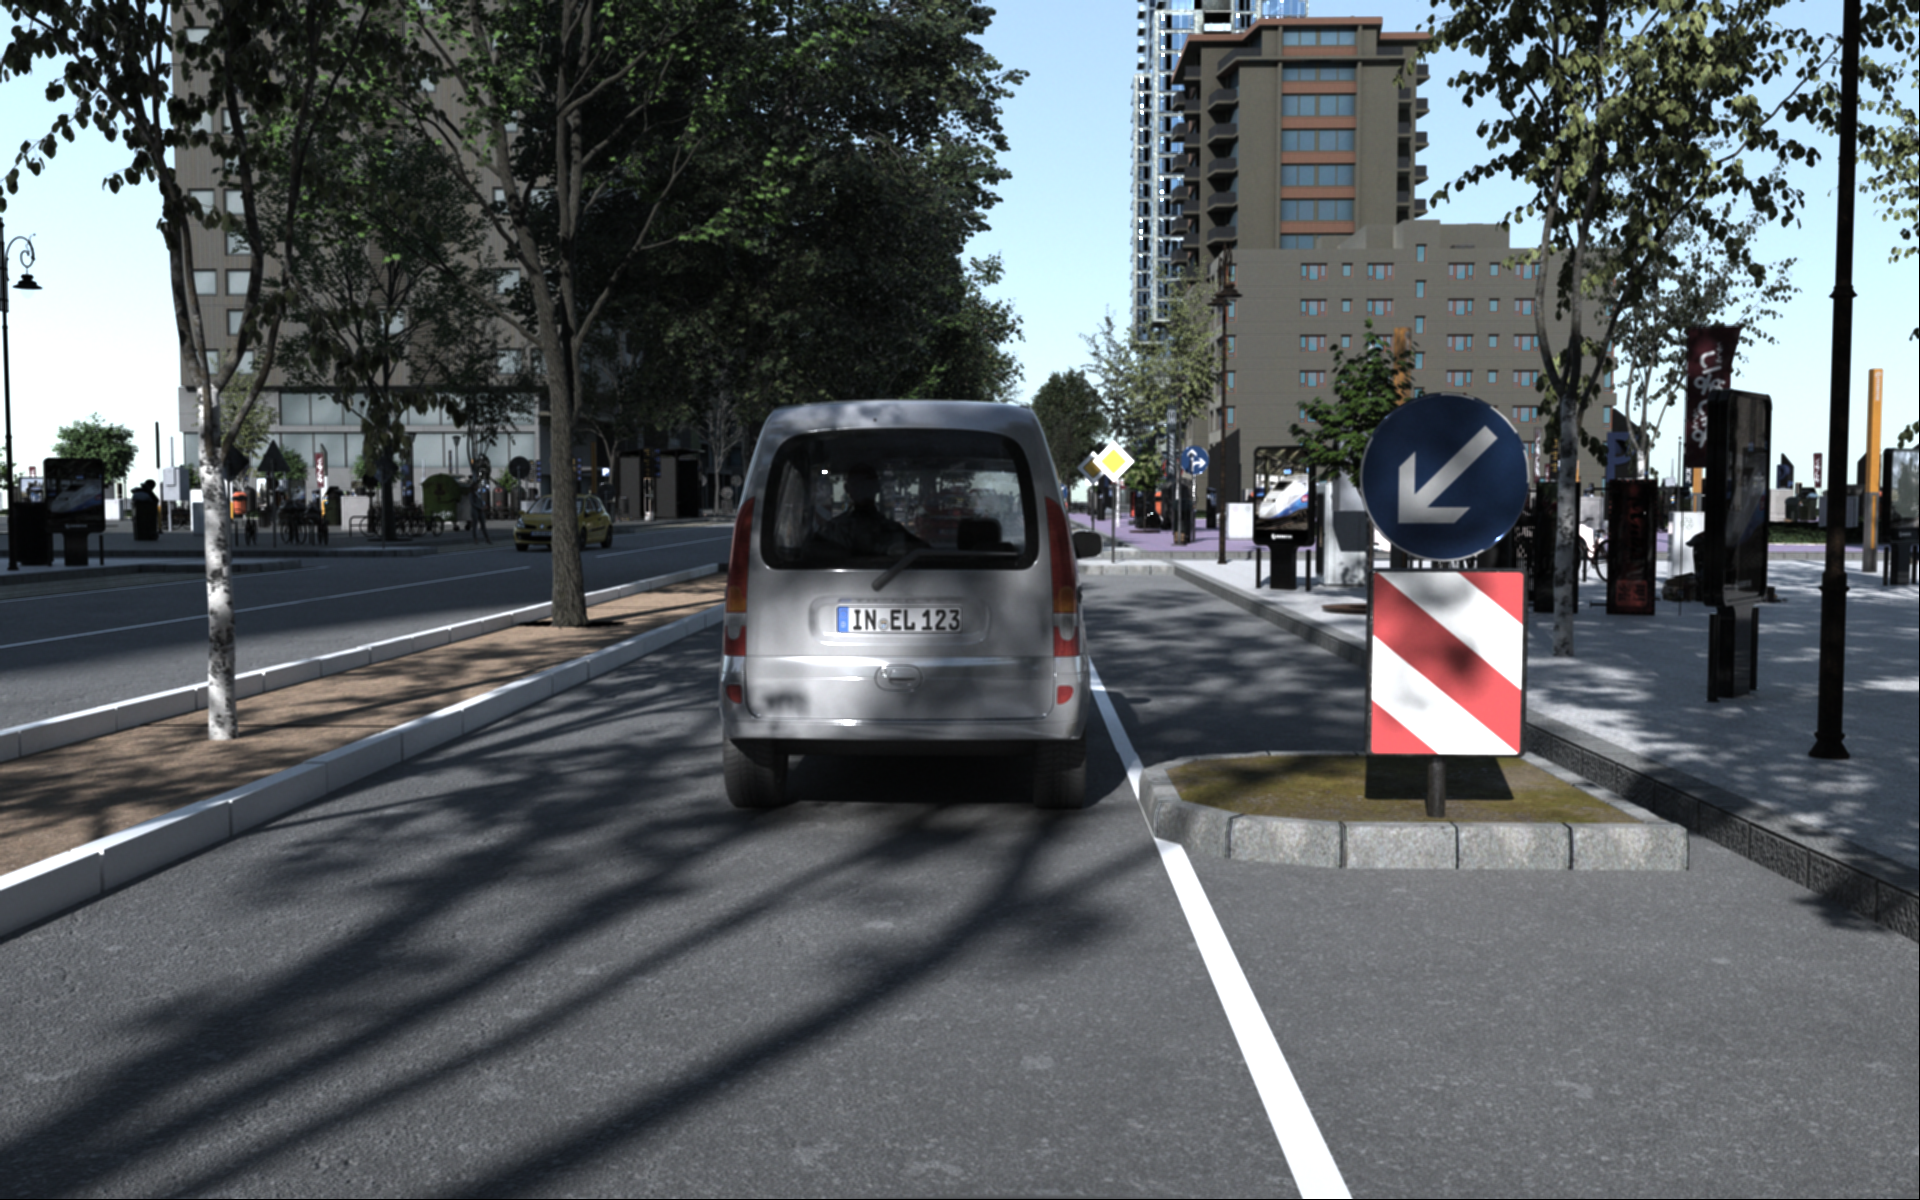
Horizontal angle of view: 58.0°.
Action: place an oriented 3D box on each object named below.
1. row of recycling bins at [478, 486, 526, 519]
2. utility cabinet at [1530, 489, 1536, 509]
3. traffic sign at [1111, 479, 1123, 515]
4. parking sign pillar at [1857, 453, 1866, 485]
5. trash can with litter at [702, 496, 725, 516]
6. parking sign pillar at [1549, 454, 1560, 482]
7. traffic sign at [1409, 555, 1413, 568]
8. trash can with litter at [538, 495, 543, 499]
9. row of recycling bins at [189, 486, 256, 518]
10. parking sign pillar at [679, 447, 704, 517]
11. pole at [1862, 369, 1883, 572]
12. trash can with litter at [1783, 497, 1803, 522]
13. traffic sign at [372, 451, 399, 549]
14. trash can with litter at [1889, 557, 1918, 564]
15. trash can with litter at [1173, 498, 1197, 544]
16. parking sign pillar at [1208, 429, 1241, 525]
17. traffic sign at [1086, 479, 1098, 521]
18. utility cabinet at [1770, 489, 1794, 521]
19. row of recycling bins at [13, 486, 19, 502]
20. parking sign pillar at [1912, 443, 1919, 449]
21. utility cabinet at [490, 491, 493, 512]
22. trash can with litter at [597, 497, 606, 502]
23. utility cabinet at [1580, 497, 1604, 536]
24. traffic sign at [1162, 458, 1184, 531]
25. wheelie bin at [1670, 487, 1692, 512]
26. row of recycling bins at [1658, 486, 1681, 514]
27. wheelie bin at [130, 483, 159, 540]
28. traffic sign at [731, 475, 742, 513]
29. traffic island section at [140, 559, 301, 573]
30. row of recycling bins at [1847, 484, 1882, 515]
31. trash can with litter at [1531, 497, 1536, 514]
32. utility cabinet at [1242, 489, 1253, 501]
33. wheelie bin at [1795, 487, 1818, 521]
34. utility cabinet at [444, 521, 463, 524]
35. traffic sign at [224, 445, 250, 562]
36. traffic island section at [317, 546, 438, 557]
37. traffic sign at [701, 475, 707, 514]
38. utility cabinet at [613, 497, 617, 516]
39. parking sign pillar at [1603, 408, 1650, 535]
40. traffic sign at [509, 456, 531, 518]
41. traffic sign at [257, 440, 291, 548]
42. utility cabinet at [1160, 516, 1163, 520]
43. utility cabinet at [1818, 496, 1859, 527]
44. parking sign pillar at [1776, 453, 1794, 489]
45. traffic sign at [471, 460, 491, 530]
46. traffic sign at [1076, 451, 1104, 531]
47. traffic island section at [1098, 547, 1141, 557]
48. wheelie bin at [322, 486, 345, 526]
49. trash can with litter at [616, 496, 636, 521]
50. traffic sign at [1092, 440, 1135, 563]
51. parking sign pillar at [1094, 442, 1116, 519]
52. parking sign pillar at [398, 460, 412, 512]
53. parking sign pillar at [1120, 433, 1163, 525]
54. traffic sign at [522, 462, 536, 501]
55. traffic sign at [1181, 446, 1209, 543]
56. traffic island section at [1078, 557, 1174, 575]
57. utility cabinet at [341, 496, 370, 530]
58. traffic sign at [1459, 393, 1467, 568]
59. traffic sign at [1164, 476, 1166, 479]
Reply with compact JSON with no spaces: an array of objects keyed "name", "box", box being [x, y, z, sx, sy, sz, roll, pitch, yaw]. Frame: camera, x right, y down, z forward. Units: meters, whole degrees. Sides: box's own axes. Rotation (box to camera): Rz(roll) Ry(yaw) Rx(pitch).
[{"name":"row of recycling bins","box":[-23.938,-4.969,88.355,3.534,1.692,1.069,-1,4,-12]},{"name":"utility cabinet","box":[24.007,-3.882,72.145,1.173,1.500,0.318,-3,5,-41]},{"name":"traffic sign","box":[8.079,-5.359,87.624,0.884,2.594,0.081,1,4,10]},{"name":"parking sign pillar","box":[51.014,-6.660,97.368,1.447,3.967,1.447,0,4,-6]},{"name":"trash can with litter","box":[-14.919,-5.534,101.541,2.233,1.210,1.678,0,3,0]},{"name":"parking sign pillar","box":[38.261,-7.506,111.198,1.447,3.967,1.447,-2,4,-23]},{"name":"traffic sign","box":[6.638,-1.426,25.440,0.606,2.300,0.079,0,4,8]},{"name":"trash can with litter","box":[-24.917,-5.533,101.517,2.233,1.210,1.678,0,4,-2]},{"name":"row of recycling bins","box":[-39.952,-5.310,93.932,1.069,1.692,3.534,3,5,44]},{"name":"parking sign pillar","box":[-15.125,-6.649,97.190,1.447,3.967,1.447,0,4,-6]},{"name":"pole","box":[14.918,-2.108,28.309,0.158,3.312,0.155,0,3,0]},{"name":"trash can with litter","box":[33.088,-3.513,68.823,0.624,1.170,1.055,2,4,32]},{"name":"traffic sign","box":[-13.552,-2.264,40.666,0.795,2.450,0.064,0,4,2]},{"name":"trash can with litter","box":[17.991,-1.270,31.824,2.233,1.210,1.678,0,4,-7]},{"name":"trash can with litter","box":[5.830,-2.057,45.017,0.624,1.170,1.055,1,4,8]},{"name":"parking sign pillar","box":[10.950,-5.091,71.716,1.447,3.967,1.447,2,4,25]},{"name":"traffic sign","box":[6.320,-4.951,83.085,0.606,2.300,0.079,1,4,9]},{"name":"utility cabinet","box":[34.817,-3.956,73.357,1.173,1.500,0.318,-2,4,-30]},{"name":"row of recycling bins","box":[-47.827,-4.991,88.708,1.069,1.692,3.534,-1,4,-9]},{"name":"parking sign pillar","box":[40.274,-5.142,72.548,1.447,3.967,1.447,-1,4,-8]},{"name":"utility cabinet","box":[-30.550,-6.346,112.440,0.318,1.500,1.173,2,4,34]},{"name":"trash can with litter","box":[-18.981,-4.971,92.670,0.624,1.170,1.055,-3,4,-36]},{"name":"utility cabinet","box":[15.148,-1.902,42.258,1.020,1.237,0.306,2,4,35]},{"name":"traffic sign","box":[7.348,-3.651,59.799,0.768,2.556,0.104,1,4,9]},{"name":"wheelie bin","box":[31.739,-4.168,76.051,0.980,1.594,0.693,0,4,-4]},{"name":"row of recycling bins","box":[36.198,-4.989,88.685,3.534,1.692,1.069,-3,5,-44]},{"name":"wheelie bin","box":[-22.662,-2.460,48.129,0.693,1.594,0.980,-3,4,-36]},{"name":"traffic sign","box":[-14.954,-7.080,115.860,0.768,2.556,0.104,0,4,4]},{"name":"traffic island section","box":[-13.813,-0.640,32.747,2.009,0.180,2.903,0,4,2]},{"name":"row of recycling bins","box":[38.296,-4.077,73.765,1.069,1.692,3.534,0,4,7]},{"name":"trash can with litter","box":[32.026,-5.110,94.604,1.678,1.210,2.233,-3,5,-42]},{"name":"utility cabinet","box":[12.625,-4.087,75.505,0.318,1.500,1.173,2,4,31]},{"name":"wheelie bin","box":[42.997,-4.905,88.102,0.693,1.594,0.980,-3,5,-43]},{"name":"utility cabinet","box":[-22.039,-3.912,75.128,1.020,1.237,0.306,2,4,27]},{"name":"traffic sign","box":[-13.789,-1.776,32.685,0.795,2.450,0.064,0,4,2]},{"name":"traffic island section","box":[-13.575,-1.128,40.728,2.009,0.180,2.903,0,4,2]},{"name":"traffic sign","box":[-17.050,-6.966,114.006,0.768,2.556,0.104,0,4,6]},{"name":"utility cabinet","box":[-19.688,-5.522,98.961,0.318,1.500,1.173,2,4,31]},{"name":"parking sign pillar","box":[20.779,-4.006,53.968,1.447,3.967,1.447,-2,4,-31]},{"name":"traffic sign","box":[-14.895,-3.576,58.572,0.768,2.556,0.104,0,4,8]},{"name":"traffic sign","box":[-16.429,-2.536,41.466,0.884,2.594,0.081,1,4,11]},{"name":"utility cabinet","box":[9.562,-4.357,82.393,0.306,1.237,1.020,0,4,-2]},{"name":"utility cabinet","box":[25.614,-2.406,50.502,0.306,1.237,1.020,-3,5,-41]},{"name":"parking sign pillar","box":[54.138,-7.657,113.660,1.447,3.967,1.447,0,4,-4]},{"name":"traffic sign","box":[-17.135,-3.783,61.952,0.768,2.556,0.104,0,4,8]},{"name":"traffic sign","box":[3.085,-2.233,40.153,0.795,2.450,0.064,0,4,2]},{"name":"traffic island section","box":[3.109,-1.098,40.230,2.009,0.180,2.903,0,4,2]},{"name":"wheelie bin","box":[-25.532,-3.842,70.729,0.693,1.594,0.980,1,4,13]},{"name":"trash can with litter","box":[-16.822,-4.491,84.482,2.233,1.210,1.678,-1,4,-15]},{"name":"traffic sign","box":[2.848,-1.745,32.171,0.795,2.450,0.064,0,4,2]},{"name":"parking sign pillar","box":[7.721,-6.247,90.606,1.447,3.967,1.447,3,5,40]},{"name":"parking sign pillar","box":[-36.382,-7.671,113.890,1.447,3.967,1.447,-2,4,-30]},{"name":"parking sign pillar","box":[7.806,-5.161,72.853,1.447,3.967,1.447,2,4,28]},{"name":"traffic sign","box":[-16.967,-4.142,67.828,0.768,2.556,0.104,1,4,10]},{"name":"traffic sign","box":[6.178,-2.789,45.709,0.768,2.556,0.104,0,4,2]},{"name":"traffic island section","box":[2.871,-0.610,32.248,2.009,0.180,2.903,0,4,2]},{"name":"utility cabinet","box":[-21.490,-3.092,61.716,1.020,1.237,0.306,-2,4,-34]},{"name":"traffic sign","box":[6.470,-1.364,22.306,0.884,2.594,0.081,0,4,6]},{"name":"traffic sign","box":[9.061,-4.520,74.012,0.768,2.556,0.104,0,4,3]}]
